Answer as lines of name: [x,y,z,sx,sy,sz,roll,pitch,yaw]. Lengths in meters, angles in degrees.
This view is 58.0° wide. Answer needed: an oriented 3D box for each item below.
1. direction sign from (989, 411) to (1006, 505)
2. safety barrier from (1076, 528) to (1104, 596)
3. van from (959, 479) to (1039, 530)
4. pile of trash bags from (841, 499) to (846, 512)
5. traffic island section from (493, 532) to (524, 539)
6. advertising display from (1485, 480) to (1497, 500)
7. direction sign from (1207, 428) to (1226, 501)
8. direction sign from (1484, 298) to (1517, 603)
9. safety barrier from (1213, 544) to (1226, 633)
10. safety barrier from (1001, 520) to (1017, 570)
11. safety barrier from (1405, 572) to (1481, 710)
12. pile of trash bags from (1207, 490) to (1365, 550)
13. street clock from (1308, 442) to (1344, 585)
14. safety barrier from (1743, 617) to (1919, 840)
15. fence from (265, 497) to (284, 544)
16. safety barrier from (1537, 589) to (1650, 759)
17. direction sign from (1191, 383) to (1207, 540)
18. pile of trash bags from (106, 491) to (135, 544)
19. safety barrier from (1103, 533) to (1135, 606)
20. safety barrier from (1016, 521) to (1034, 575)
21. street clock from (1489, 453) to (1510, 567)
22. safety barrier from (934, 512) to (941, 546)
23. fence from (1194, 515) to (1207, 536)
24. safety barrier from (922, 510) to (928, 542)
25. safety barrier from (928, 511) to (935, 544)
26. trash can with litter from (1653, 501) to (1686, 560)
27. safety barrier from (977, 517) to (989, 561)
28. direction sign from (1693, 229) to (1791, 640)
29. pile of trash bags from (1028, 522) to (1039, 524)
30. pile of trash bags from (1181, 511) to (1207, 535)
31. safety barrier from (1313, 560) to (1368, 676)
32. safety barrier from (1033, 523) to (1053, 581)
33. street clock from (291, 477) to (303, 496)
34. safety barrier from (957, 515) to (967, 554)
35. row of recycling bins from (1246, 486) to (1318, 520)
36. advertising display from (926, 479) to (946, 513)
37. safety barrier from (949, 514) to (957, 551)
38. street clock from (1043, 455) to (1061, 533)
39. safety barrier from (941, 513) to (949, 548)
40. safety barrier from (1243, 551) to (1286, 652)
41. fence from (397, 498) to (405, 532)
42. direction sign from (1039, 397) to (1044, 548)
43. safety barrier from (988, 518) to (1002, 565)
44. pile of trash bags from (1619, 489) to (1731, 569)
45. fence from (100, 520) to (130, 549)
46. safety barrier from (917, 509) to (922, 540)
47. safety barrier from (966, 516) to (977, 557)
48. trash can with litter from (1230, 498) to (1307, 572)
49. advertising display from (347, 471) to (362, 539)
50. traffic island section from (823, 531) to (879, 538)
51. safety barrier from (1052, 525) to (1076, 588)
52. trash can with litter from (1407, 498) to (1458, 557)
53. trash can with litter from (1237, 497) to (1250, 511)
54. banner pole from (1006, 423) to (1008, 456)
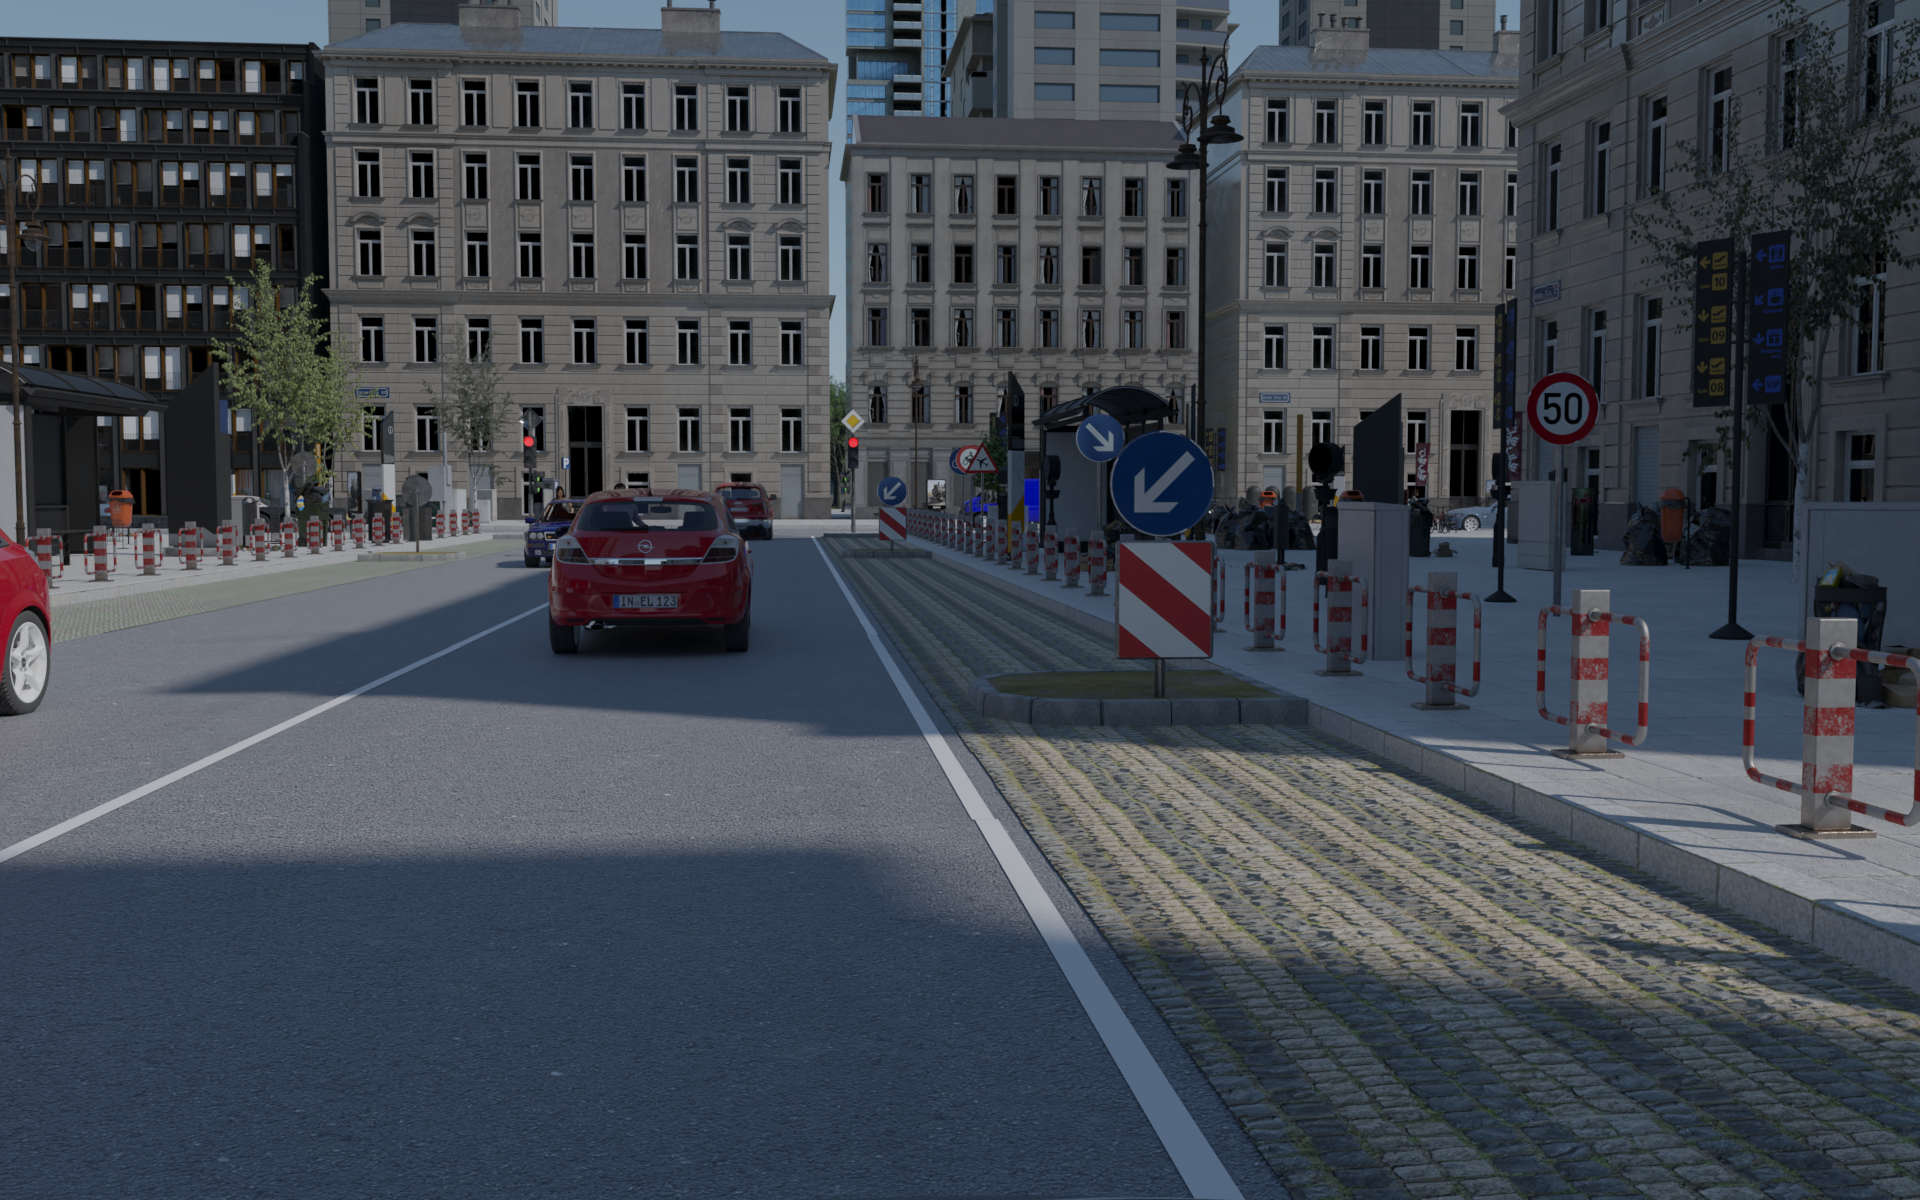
direction sign: [1.046,-3.418,47.887,0.379,3.537,0.876,-2,4,-29]
safety barrier: [1.729,-0.460,21.799,0.300,0.817,1.120,0,4,-6]
van: [2.564,-4.001,69.794,5.245,2.365,2.240,0,4,-5]
pile of trash bags: [-7.054,-6.836,121.527,1.912,1.369,3.447,-2,4,-24]
traffic island section: [-14.009,-2.094,56.525,2.009,0.180,2.903,0,4,-6]
advertising display: [23.742,-4.387,76.943,0.123,1.923,0.974,-2,4,-29]
direction sign: [8.763,-4.123,59.412,0.379,3.537,0.876,-3,5,-42]
direction sign: [6.434,-1.744,20.516,0.379,3.537,0.876,0,4,3]
safety barrier: [2.303,-0.110,16.077,0.300,0.817,1.120,0,4,-6]
safety barrier: [0.960,-0.928,29.448,0.300,0.817,1.120,0,4,-6]
safety barrier: [2.876,0.240,10.347,0.300,0.817,1.120,0,4,-6]
pile of trash bags: [7.737,-1.870,40.333,3.447,1.369,1.912,0,4,-7]
street clock: [5.143,-1.213,24.400,0.358,2.002,0.471,-2,4,-34]
safety barrier: [3.260,0.476,6.500,0.300,0.817,1.120,0,4,-6]
fence: [-17.919,-2.087,45.318,0.480,1.192,2.264,-2,4,-27]
safety barrier: [3.067,0.357,8.440,0.300,0.817,1.120,0,4,-6]
direction sign: [4.824,-2.685,35.893,0.379,3.537,0.876,0,4,3]
pile of trash bags: [-22.615,-2.101,44.104,3.447,1.369,1.912,1,4,9]
safety barrier: [1.920,-0.344,19.892,0.300,0.817,1.120,0,4,-6]
safety barrier: [1.153,-0.811,27.528,0.300,0.817,1.120,0,4,-6]
street clock: [9.446,-1.576,30.333,0.358,2.002,0.471,2,4,25]
safety barrier: [-0.379,-1.745,42.814,0.300,0.817,1.120,0,4,-6]
fence: [6.564,-2.305,53.068,2.069,0.683,0.278,2,4,28]
safety barrier: [-0.762,-1.979,46.637,0.300,0.817,1.120,0,4,-6]
safety barrier: [-0.568,-1.863,44.730,0.300,0.817,1.120,0,4,-6]
trash can with litter: [14.042,-1.401,34.301,0.624,1.170,1.055,1,4,22]
safety barrier: [0.579,-1.161,33.264,0.300,0.817,1.120,0,4,-6]
direction sign: [6.860,-1.424,15.284,0.379,3.537,0.876,-2,4,-32]
pile of trash bags: [2.999,-3.955,74.412,1.912,1.369,3.447,1,4,15]
pile of trash bags: [8.375,-2.780,55.198,3.447,1.369,1.912,0,4,0]
safety barrier: [2.684,0.124,12.254,0.300,0.817,1.120,0,4,-6]
safety barrier: [1.345,-0.694,25.617,0.300,0.817,1.120,0,4,-6]
street clock: [-27.503,-4.121,71.950,0.358,2.002,0.471,2,4,35]
safety barrier: [0.196,-1.395,37.079,0.300,0.817,1.120,0,4,-6]
row of recycling bins: [15.917,-4.805,85.668,3.534,1.692,1.069,1,4,12]
advertising display: [-1.031,-4.223,74.261,0.974,1.923,0.123,-2,4,-34]
safety barrier: [0.008,-1.511,38.987,0.300,0.817,1.120,0,4,-6]
street clock: [1.706,-1.692,32.235,0.358,2.002,0.471,-1,4,-12]
safety barrier: [-0.187,-1.628,40.894,0.300,0.817,1.120,0,4,-6]
safety barrier: [2.492,0.006,14.170,0.300,0.817,1.120,0,4,-6]
fence: [-17.910,-2.713,55.567,0.480,1.192,2.264,1,4,15]
direction sign: [1.931,-3.001,41.063,0.379,3.537,0.876,0,4,7]
safety barrier: [0.770,-1.045,31.357,0.300,0.817,1.120,0,4,-6]
pile of trash bags: [12.801,-1.301,31.028,1.912,1.369,3.447,1,4,23]
fence: [-20.503,-1.557,40.831,2.069,0.683,0.278,1,4,20]
safety barrier: [-0.954,-2.096,48.549,0.300,0.817,1.120,0,4,-6]
safety barrier: [0.388,-1.278,35.172,0.300,0.817,1.120,0,4,-6]
trash can with litter: [5.290,-1.120,29.367,1.678,1.210,2.233,1,4,18]
advertising display: [-17.225,-2.696,49.296,0.123,1.923,0.974,-3,4,-36]
traffic island section: [-3.520,-2.158,57.568,2.009,0.180,2.903,0,4,-6]
safety barrier: [1.534,-0.577,23.707,0.300,0.817,1.120,0,4,-6]
trash can with litter: [9.604,-1.470,35.423,1.055,1.170,0.624,0,4,-1]
trash can with litter: [13.674,-4.320,82.023,1.055,1.170,0.624,0,4,-3]
banner pole: [1.508,-3.903,53.835,0.401,3.779,0.863,-2,4,-33]
